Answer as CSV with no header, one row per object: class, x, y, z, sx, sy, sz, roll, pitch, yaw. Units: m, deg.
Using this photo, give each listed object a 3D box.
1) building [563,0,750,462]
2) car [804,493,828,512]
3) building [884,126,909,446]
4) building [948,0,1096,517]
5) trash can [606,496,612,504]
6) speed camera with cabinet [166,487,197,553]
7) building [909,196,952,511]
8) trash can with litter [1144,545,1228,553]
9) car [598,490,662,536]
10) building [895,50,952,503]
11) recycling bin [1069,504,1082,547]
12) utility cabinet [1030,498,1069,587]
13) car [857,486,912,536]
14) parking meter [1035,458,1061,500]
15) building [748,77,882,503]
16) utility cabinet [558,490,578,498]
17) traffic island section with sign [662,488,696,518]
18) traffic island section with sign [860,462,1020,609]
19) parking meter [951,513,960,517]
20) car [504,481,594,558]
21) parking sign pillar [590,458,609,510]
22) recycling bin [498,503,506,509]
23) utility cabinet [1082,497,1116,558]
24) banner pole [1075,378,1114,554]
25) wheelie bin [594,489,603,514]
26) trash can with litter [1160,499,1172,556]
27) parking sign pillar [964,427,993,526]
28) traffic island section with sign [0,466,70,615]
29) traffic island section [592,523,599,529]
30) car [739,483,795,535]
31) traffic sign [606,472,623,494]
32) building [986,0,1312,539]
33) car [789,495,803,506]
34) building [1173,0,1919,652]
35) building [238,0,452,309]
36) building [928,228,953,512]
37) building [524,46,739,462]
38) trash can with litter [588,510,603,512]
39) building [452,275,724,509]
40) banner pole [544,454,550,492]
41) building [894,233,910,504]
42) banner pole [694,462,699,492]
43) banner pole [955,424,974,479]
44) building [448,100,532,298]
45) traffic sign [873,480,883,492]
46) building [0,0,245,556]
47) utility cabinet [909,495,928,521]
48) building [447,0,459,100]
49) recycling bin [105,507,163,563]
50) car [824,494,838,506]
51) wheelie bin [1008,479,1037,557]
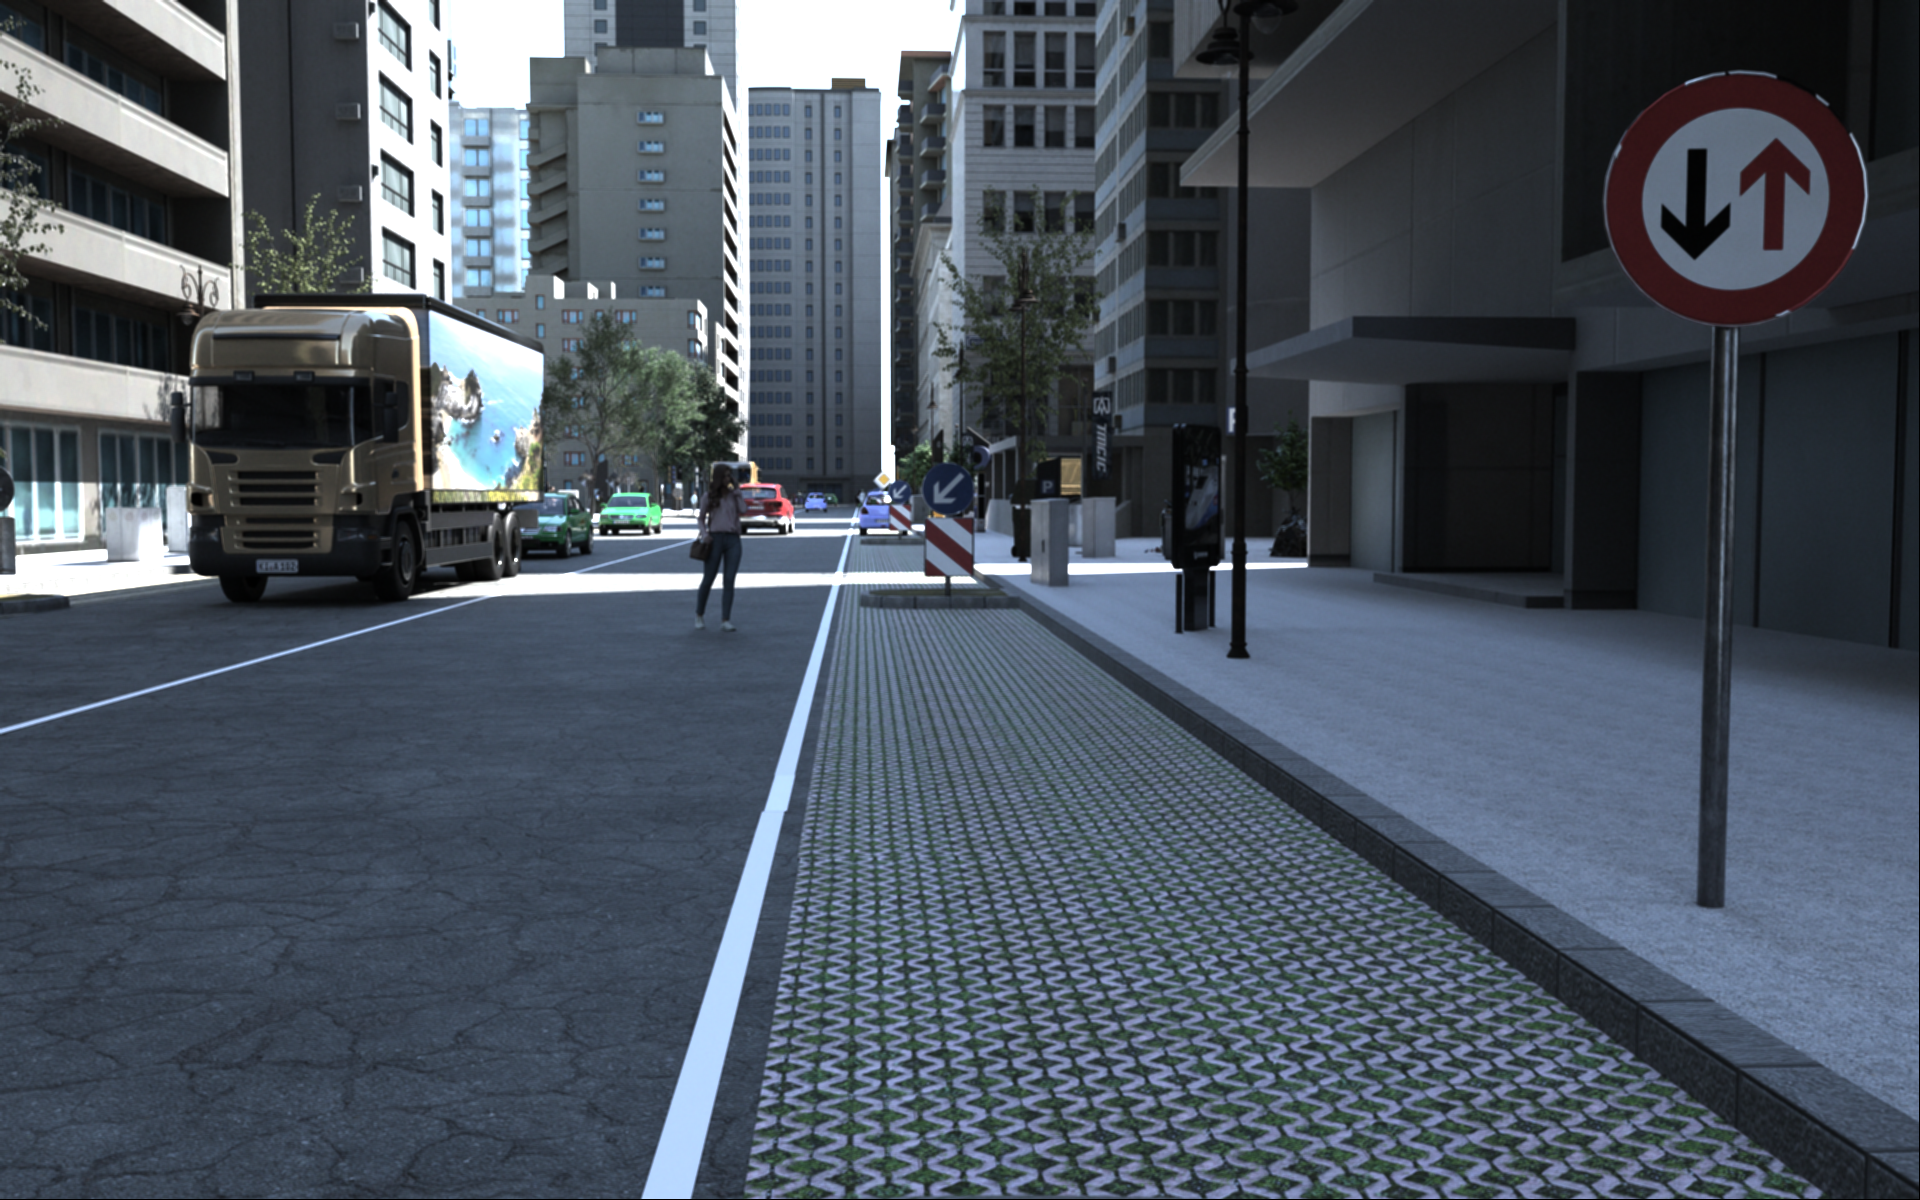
building,-37.353,-47.635,217.080,20.611,71.187,20.563,0,4,-3
car,-11.371,-7.790,136.954,1.945,1.707,3.694,0,4,-5
building,2.828,-40.627,253.488,27.495,52.752,28.713,0,4,-3
building,14.603,-18.862,85.882,29.804,29.767,11.434,0,4,-3
trash can,-25.763,-7.103,127.795,0.748,1.137,0.748,0,3,0
speed camera with cabinet,-16.708,-2.706,38.575,0.660,3.252,2.038,1,4,19
building,4.365,-18.755,139.931,16.112,22.955,30.059,0,4,-3
trash can with litter,4.807,-1.660,38.206,1.678,1.210,2.233,-1,4,-16
car,-11.644,-3.210,61.285,1.959,1.807,4.718,0,4,-3
building,4.820,-31.587,171.068,22.147,44.769,28.867,0,4,-3
recycling bin,2.953,-1.826,42.415,0.722,1.027,0.722,-2,4,-28
utility cabinet,1.256,-0.815,24.492,0.306,1.237,1.020,-1,4,-13
car,-2.652,-3.117,60.555,1.945,1.707,3.694,0,4,-2
parking meter,1.416,-1.357,27.904,0.399,1.863,0.255,1,4,12
building,-25.291,-43.156,247.604,28.212,58.520,21.231,0,4,-3
utility cabinet,-24.115,-5.990,106.618,1.173,1.500,0.318,0,4,4
traffic island section with sign,-16.819,-5.800,103.454,1.989,1.847,2.006,0,4,-3
traffic island section with sign,-0.294,-0.841,22.372,1.989,1.847,2.006,0,4,-3
parking meter,-0.152,-3.173,60.288,0.372,1.533,0.369,0,3,0
car,-9.637,-1.904,39.923,1.959,1.807,4.718,0,4,-2
parking sign pillar,-26.979,-8.636,129.669,1.447,3.967,1.447,0,4,-7
recycling bin,-18.361,-3.474,69.351,0.722,1.027,0.722,2,4,24
utility cabinet,2.818,-1.469,35.185,0.306,1.237,1.020,2,4,29
banner pole,2.895,-2.886,37.207,0.863,3.779,0.401,2,4,25
wheelie bin,-23.302,-6.311,111.093,0.693,1.594,0.980,-3,5,-41
trash can with litter,4.654,-1.492,35.782,1.055,1.170,0.624,1,4,9
parking sign pillar,0.819,-4.950,69.401,1.447,3.967,1.447,2,4,27
traffic island section with sign,-12.112,-0.764,21.121,1.989,1.847,2.006,0,4,-3
traffic island section,-15.742,-3.461,78.872,2.009,0.180,2.903,0,4,-3
car,-7.101,-3.274,62.200,2.281,1.827,5.304,0,4,-2
traffic sign,-15.719,-4.598,78.812,0.795,2.450,0.064,0,4,-3
building,17.417,-22.281,56.177,32.217,40.220,23.993,0,4,-3
car,-20.516,-12.426,215.750,1.945,1.354,3.894,0,4,-1
building,17.889,-26.190,17.448,28.713,52.752,27.495,0,4,-3
building,-26.160,-17.735,61.667,14.107,30.474,14.160,0,4,-3
building,3.399,-16.009,116.502,10.420,20.320,16.860,0,4,-3
building,-36.065,-34.768,192.154,21.300,48.544,21.600,0,4,-3
trash can with litter,-26.827,-7.025,125.922,2.233,1.210,1.678,-1,4,-16
building,-37.811,-19.715,167.379,27.650,21.520,28.899,0,4,-3
banner pole,-26.014,-7.260,108.724,0.863,3.779,0.401,-1,4,-22
building,-0.400,-25.809,193.671,14.160,30.474,14.107,0,4,-3
banner pole,-20.702,-8.923,135.903,0.401,3.779,0.863,2,4,24
banner pole,0.108,-4.420,62.284,0.863,3.779,0.401,0,4,-2
building,-63.509,-36.340,213.764,30.456,49.044,23.786,0,4,-3
traffic sign,-3.593,-4.639,79.482,0.795,2.450,0.064,0,4,-3
building,-29.110,-25.098,34.053,21.300,48.544,21.600,0,4,-3
utility cabinet,-1.945,-4.348,82.255,0.306,1.237,1.020,3,5,42
building,-83.812,-56.938,243.605,31.000,86.520,22.319,0,4,-3
recycling bin,-15.634,-1.238,32.794,0.722,1.027,0.722,1,4,12
car,-15.714,-12.039,208.631,2.131,1.459,4.920,0,4,-2
wheelie bin,1.433,-1.676,35.304,0.980,1.594,0.693,2,4,29
